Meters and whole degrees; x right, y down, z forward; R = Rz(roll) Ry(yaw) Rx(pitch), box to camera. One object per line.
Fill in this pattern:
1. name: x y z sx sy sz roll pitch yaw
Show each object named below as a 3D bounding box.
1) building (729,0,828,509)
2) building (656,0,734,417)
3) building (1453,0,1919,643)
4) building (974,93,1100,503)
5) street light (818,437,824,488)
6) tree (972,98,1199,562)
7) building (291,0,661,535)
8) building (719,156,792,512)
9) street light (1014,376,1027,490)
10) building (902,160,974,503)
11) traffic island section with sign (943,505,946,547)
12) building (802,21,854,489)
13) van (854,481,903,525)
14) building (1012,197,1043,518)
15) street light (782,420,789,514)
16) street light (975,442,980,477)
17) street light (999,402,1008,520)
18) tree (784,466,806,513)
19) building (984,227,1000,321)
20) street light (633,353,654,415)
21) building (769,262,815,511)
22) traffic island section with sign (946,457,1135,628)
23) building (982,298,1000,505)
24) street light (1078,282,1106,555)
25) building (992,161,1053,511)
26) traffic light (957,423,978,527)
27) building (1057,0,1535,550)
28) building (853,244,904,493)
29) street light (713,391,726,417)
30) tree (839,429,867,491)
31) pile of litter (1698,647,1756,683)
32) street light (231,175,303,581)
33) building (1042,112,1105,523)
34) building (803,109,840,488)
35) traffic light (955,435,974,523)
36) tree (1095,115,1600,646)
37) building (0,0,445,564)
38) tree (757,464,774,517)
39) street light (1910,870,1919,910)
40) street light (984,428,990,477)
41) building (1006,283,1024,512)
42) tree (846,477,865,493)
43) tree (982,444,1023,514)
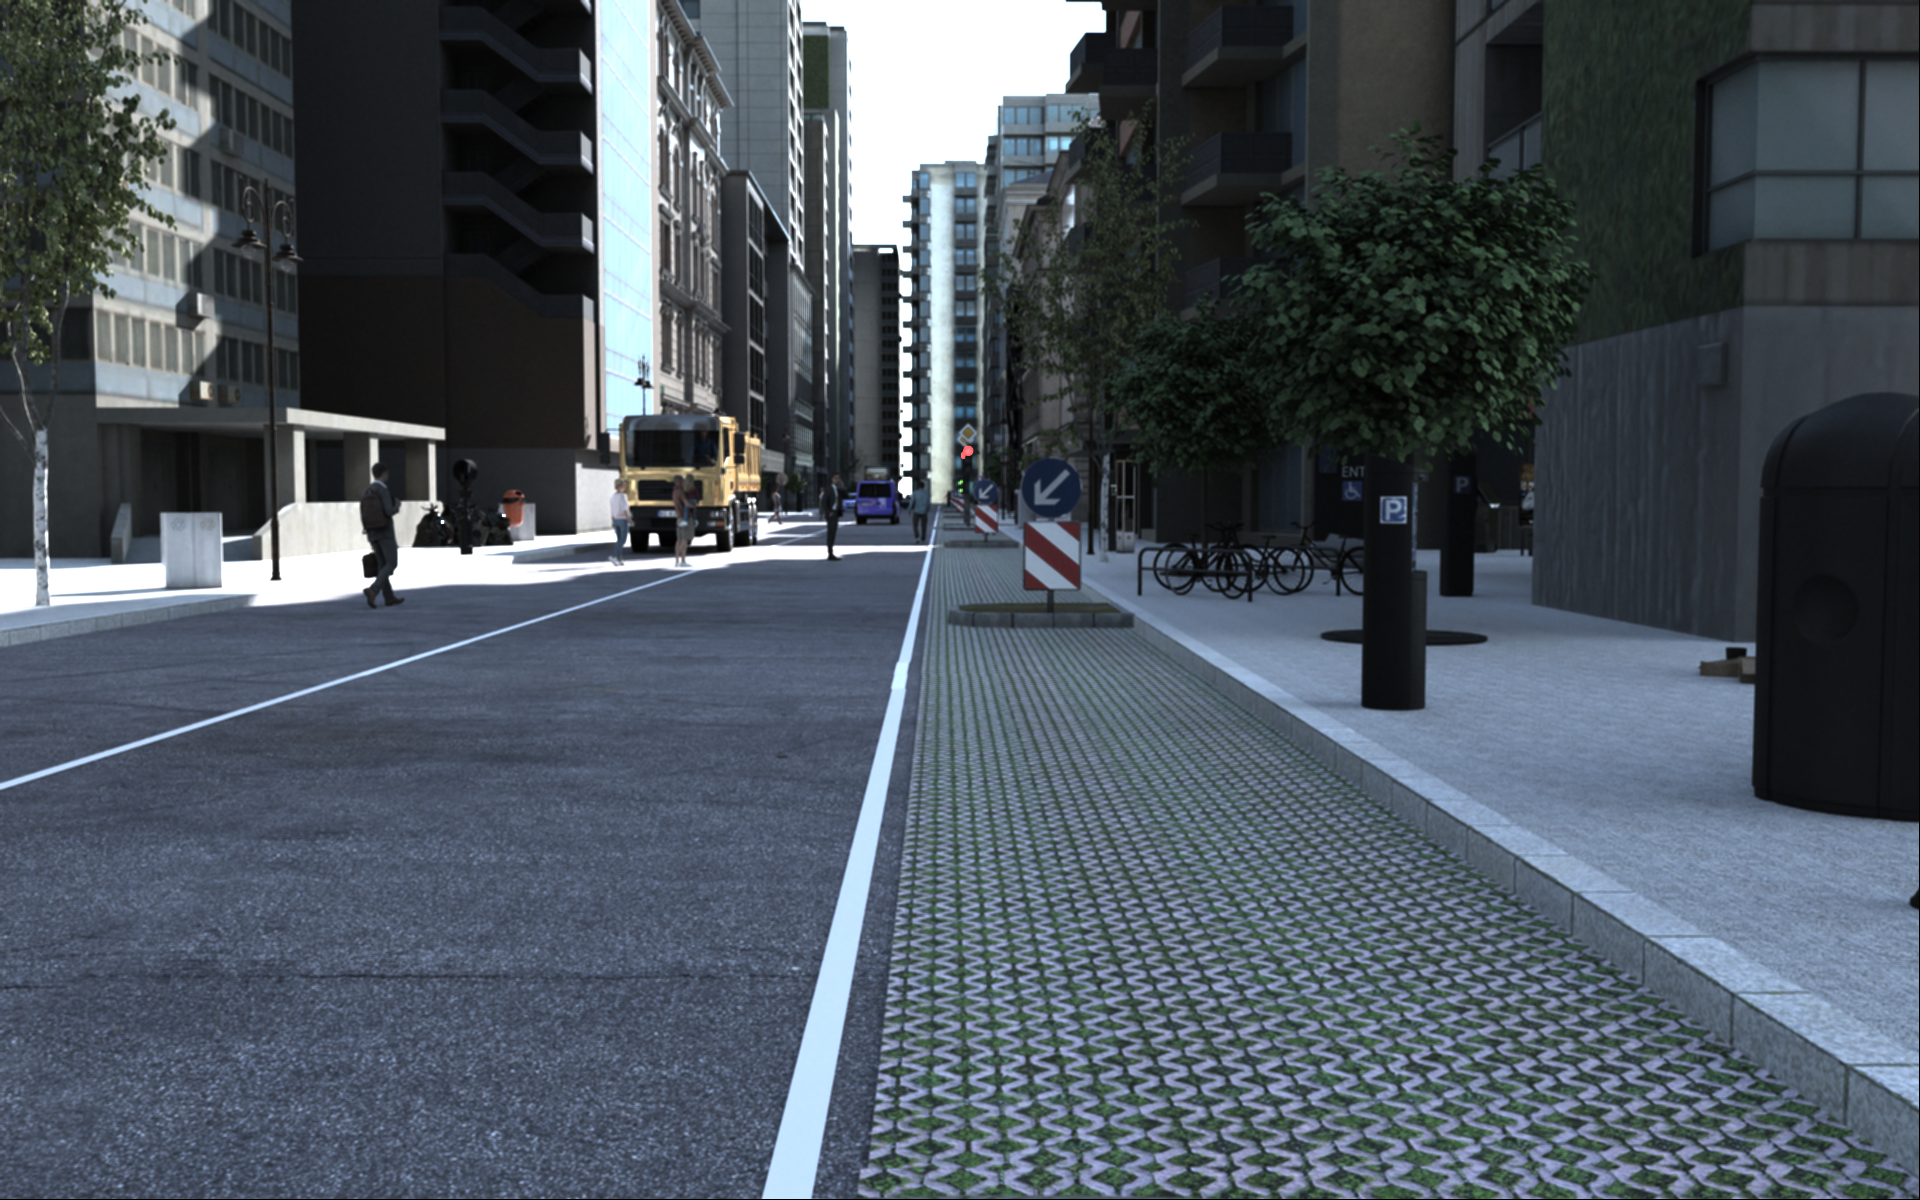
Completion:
1. building: -22.923 -44.158 160.233 20.563 71.187 20.611 0 4 -1
2. building: -19.715 -18.390 88.069 14.401 28.519 23.554 0 4 -1
3. building: 13.628 -20.611 20.593 14.154 41.232 14.086 0 4 -1
4. building: 14.185 -36.144 210.563 23.786 49.044 30.456 0 4 -1
5. street light: -11.295 -10.251 140.384 0.468 5.910 1.993 0 4 -1
6. tree: 2.607 -5.028 32.576 4.737 8.622 4.395 0 3 0
7. building: -18.751 -25.054 59.741 14.200 45.320 14.600 0 4 -1
8. building: -19.606 -18.126 115.431 14.314 24.678 30.058 0 4 -1
9. street light: 2.382 -5.827 68.055 0.468 5.910 1.993 0 4 -1
10. building: 7.035 -38.403 247.495 30.456 49.044 23.786 0 4 -1
11. traffic island section with sign: 0.576 -2.328 46.697 1.989 1.847 2.006 0 4 -1
12. building: -27.531 -41.170 215.132 28.212 58.520 21.231 0 4 -1
13. van: -3.915 -4.807 82.981 2.240 2.365 5.245 0 4 1
14. building: 8.665 -14.383 99.790 10.561 19.102 19.286 0 4 -1
15. street light: -10.932 -8.315 108.736 0.468 5.910 1.993 0 4 -1
16. street light: 1.546 -10.881 150.696 0.468 5.910 1.993 0 4 -1
17. street light: 2.177 -6.974 86.821 0.468 5.910 1.993 0 4 -1
18. tree: -11.334 -7.641 119.533 1.663 3.219 1.824 0 3 0
19. building: 9.626 -25.513 188.842 14.160 30.474 14.107 0 4 -1
20. street light: -10.381 -5.150 56.996 0.468 5.910 1.993 0 4 -1
21. building: -17.192 -17.777 139.808 9.793 20.994 18.267 0 4 -1
22. traffic island section with sign: 0.866 -0.655 19.340 1.989 1.847 2.006 0 4 -1
23. building: 16.299 -19.698 167.107 27.650 21.520 28.899 0 4 -1
24. street light: 2.777 -3.904 36.623 0.468 5.910 1.993 0 4 -1
25. building: 9.720 -21.751 141.538 13.634 28.700 20.117 0 4 -1
26. traffic light: 0.304 -4.861 68.398 0.839 4.253 0.868 0 4 -1
27. building: 14.642 -24.316 52.186 22.147 44.769 28.867 0 4 -1
28. building: -20.307 -34.205 251.139 23.993 40.220 32.217 0 4 -1
29. street light: -10.619 -6.343 76.499 0.468 5.910 1.993 0 4 -1
30. tree: -12.459 -14.712 190.904 4.360 8.622 3.978 0 3 0
31. pile of litter: 5.841 0.132 11.800 1.176 0.858 1.719 -1 4 -12
32. street light: -10.145 -3.225 25.518 0.468 5.910 1.993 0 4 -1
33. building: 13.972 -13.264 81.487 19.286 19.102 10.561 0 4 -1
34. building: -19.867 -30.269 178.495 14.154 41.232 14.086 0 4 -1
35. traffic light: 0.221 -5.349 76.383 0.839 4.253 0.868 0 4 -1
36. tree: 3.862 -1.923 15.161 4.285 4.588 4.351 0 3 0
37. building: -29.577 -21.218 38.793 32.217 40.220 23.993 0 4 -1
38. tree: -11.324 -6.165 95.398 1.663 3.219 1.824 0 3 0
39. street light: 3.047 -1.982 5.189 0.468 5.910 1.993 0 4 -1
40. street light: 1.857 -8.946 119.047 0.468 5.910 1.993 0 4 -1
41. building: 11.645 -15.656 123.431 16.820 18.784 16.811 0 4 -1
42. tree: -12.037 -12.302 195.738 1.663 3.219 1.824 0 3 0
43. tree: 3.097 -7.921 113.225 4.285 4.588 4.351 0 3 0
